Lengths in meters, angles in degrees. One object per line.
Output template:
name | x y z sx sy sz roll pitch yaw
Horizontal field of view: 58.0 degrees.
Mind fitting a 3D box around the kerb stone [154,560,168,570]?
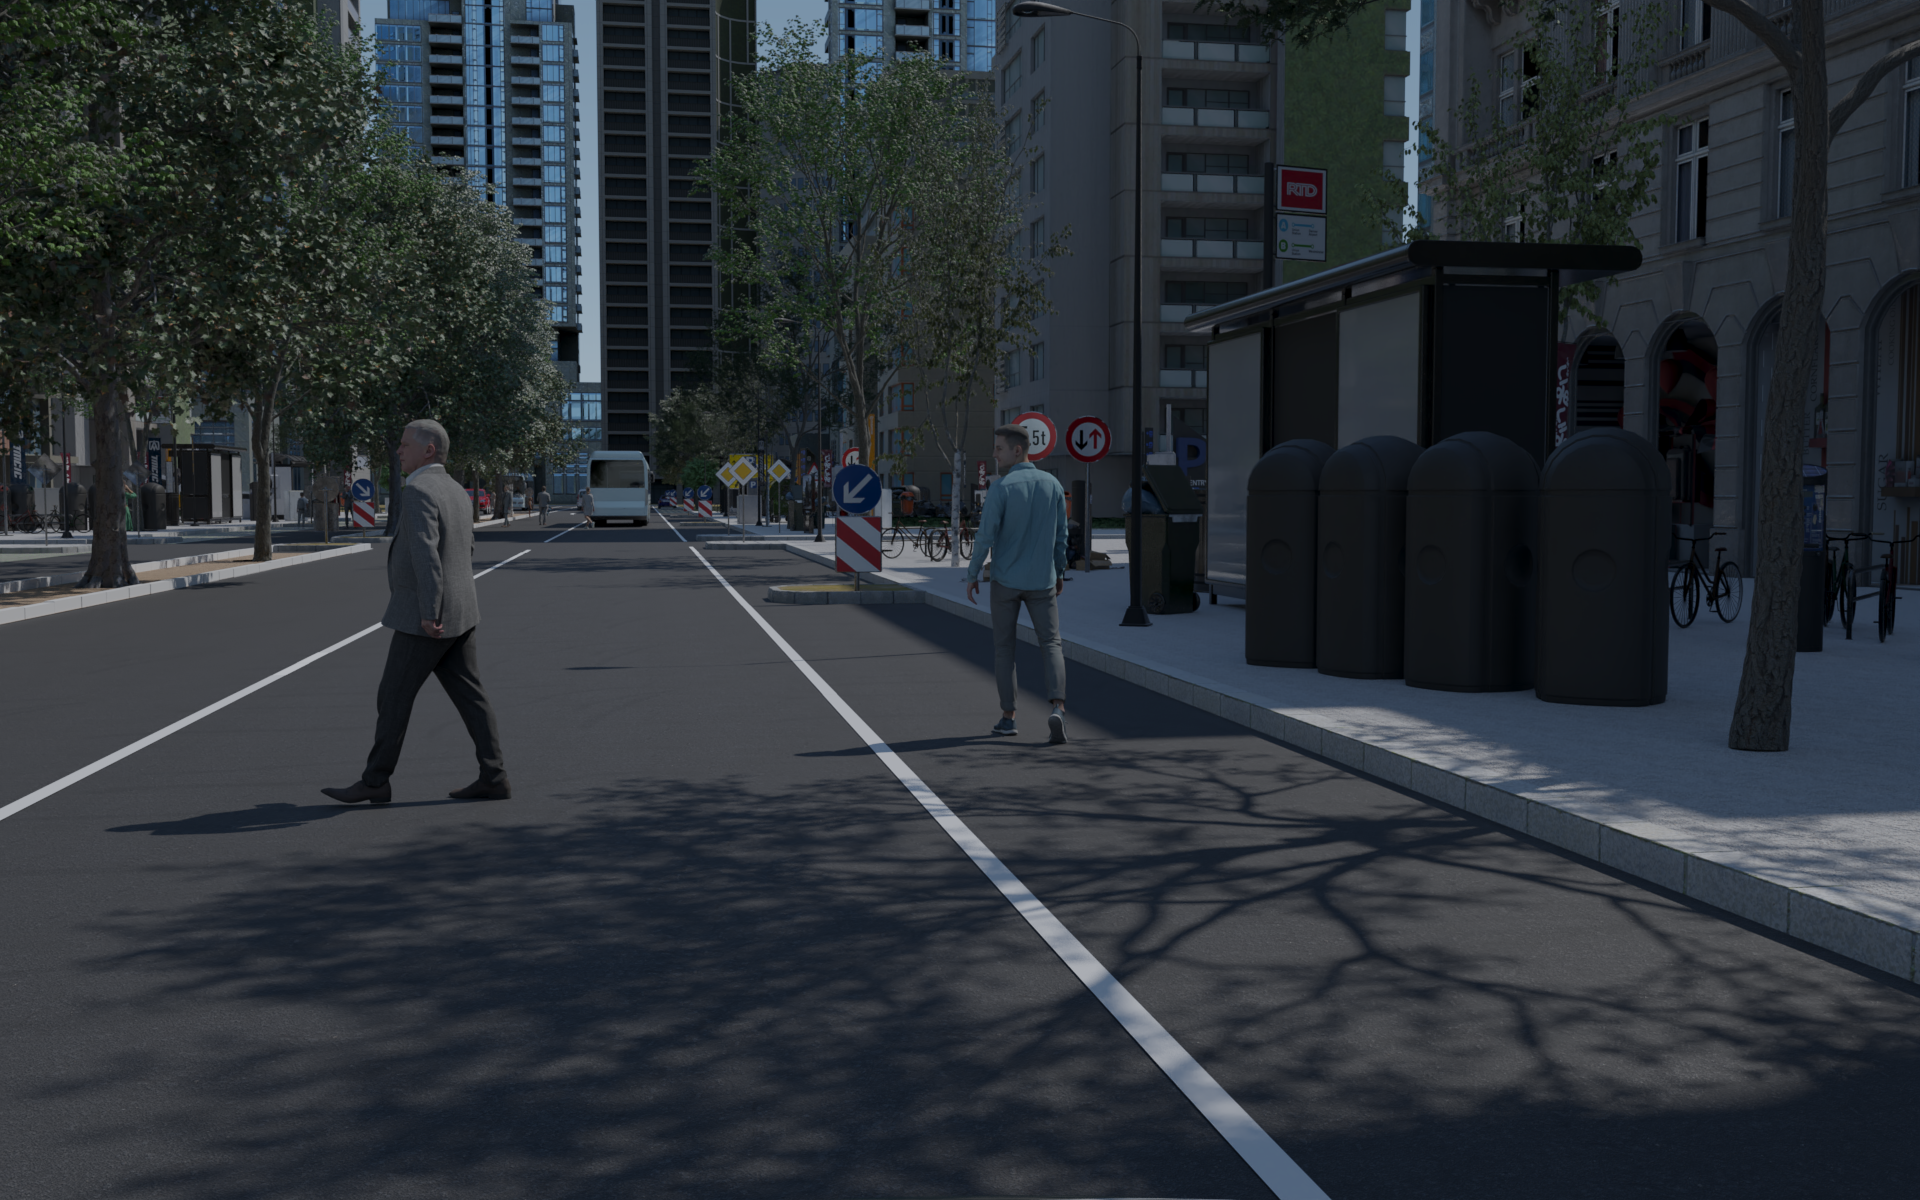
kerb stone | -15.266 -0.648 32.859 0.120 0.150 1.000 -1 4 -10

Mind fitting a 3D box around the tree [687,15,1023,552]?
tree | -2.223 -6.884 38.312 9.928 11.665 9.643 0 3 0

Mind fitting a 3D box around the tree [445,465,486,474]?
tree | -47.714 -14.125 165.351 8.767 10.594 7.601 0 4 -1

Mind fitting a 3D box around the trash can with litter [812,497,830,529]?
trash can with litter | -5.296 -3.177 63.330 0.624 1.170 1.055 3 4 37

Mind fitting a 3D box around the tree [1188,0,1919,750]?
tree | 4.339 -4.517 8.264 7.601 10.594 8.767 1 4 21

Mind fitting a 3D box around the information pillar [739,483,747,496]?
information pillar | -10.164 -4.692 81.211 0.304 2.012 0.304 3 5 44

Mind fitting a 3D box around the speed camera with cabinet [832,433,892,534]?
speed camera with cabinet | -3.183 -3.779 56.117 2.038 3.252 0.660 2 4 34

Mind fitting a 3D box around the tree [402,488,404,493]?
tree | -42.616 -8.491 133.427 1.663 3.219 1.824 0 3 0

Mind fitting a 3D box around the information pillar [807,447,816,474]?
information pillar | -7.471 -5.841 86.855 0.504 3.616 0.183 2 4 25

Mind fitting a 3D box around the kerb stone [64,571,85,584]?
kerb stone | -14.330 -0.340 27.824 0.120 0.150 1.000 -1 4 -10

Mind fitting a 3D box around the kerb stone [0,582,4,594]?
kerb stone | -13.775 -0.157 24.807 0.120 0.150 1.000 -1 4 -10

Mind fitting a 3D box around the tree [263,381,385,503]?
tree | -34.675 -9.835 95.217 7.601 10.594 8.767 0 4 -1

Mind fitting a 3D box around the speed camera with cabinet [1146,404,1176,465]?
speed camera with cabinet | 4.435 -2.729 38.951 0.660 3.252 2.038 0 4 2

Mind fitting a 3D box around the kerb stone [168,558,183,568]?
kerb stone | -15.437 -0.714 33.867 0.120 0.150 1.000 -1 4 -10

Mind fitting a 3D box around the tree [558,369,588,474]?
tree | -25.383 -10.739 95.050 9.611 12.733 9.660 0 3 0

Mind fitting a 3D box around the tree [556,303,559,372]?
tree | -21.886 -10.153 75.115 9.857 13.997 8.962 0 3 0

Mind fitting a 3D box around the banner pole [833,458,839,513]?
banner pole | -8.567 -7.936 119.765 0.401 3.779 0.863 -2 4 -35

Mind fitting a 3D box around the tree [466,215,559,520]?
tree | -18.232 -8.327 55.617 9.611 12.733 9.660 0 3 0

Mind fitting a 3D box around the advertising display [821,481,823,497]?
advertising display | -6.801 -4.604 80.488 0.974 1.923 0.123 2 4 28

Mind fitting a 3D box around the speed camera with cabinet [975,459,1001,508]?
speed camera with cabinet | 1.367 -5.560 85.235 0.660 3.252 2.038 -1 4 -22

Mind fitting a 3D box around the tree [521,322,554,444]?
tree | -23.855 -9.611 85.347 9.928 11.665 9.643 0 3 0

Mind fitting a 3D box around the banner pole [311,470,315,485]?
banner pole | -38.297 -6.886 102.603 0.401 3.779 0.863 0 4 -5

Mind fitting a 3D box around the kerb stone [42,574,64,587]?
kerb stone | -14.146 -0.283 26.819 0.120 0.150 1.000 -1 4 -10

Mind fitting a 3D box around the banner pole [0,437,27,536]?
banner pole | -29.036 -3.857 53.077 0.401 3.779 0.863 3 5 42

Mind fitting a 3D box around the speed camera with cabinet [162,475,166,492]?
speed camera with cabinet | -38.878 -5.405 82.703 0.660 3.252 2.038 3 4 39

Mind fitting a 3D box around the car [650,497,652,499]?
car | -31.331 -9.831 169.768 2.155 1.783 4.494 -1 4 -10

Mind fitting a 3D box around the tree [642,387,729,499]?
tree | -31.258 -17.895 199.243 9.857 13.997 8.962 0 3 0

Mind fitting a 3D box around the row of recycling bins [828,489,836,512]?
row of recycling bins | -7.944 -7.318 126.762 3.534 1.692 1.069 -2 4 -25

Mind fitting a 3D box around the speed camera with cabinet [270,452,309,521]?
speed camera with cabinet | -32.363 -5.426 83.047 0.660 3.252 2.038 3 5 42

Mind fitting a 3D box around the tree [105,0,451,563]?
tree | -14.577 -6.598 36.089 9.928 11.665 9.643 0 3 0

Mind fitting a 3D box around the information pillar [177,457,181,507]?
information pillar | -40.549 -6.058 90.410 0.504 3.616 0.183 -2 4 -29

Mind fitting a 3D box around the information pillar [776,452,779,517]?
information pillar | -10.074 -6.368 95.479 0.183 3.616 0.504 -1 4 -17

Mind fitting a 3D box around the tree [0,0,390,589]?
tree | -13.051 -6.535 26.320 9.611 12.733 9.660 0 3 0

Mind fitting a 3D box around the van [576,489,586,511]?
van | -32.392 -8.783 150.617 2.013 2.044 4.112 -1 4 -9

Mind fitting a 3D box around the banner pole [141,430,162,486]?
banner pole | -31.502 -4.734 67.419 0.863 3.779 0.401 -2 4 -32

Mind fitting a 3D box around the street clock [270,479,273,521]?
street clock | -32.627 -4.721 81.756 0.358 2.002 0.471 -3 5 -40

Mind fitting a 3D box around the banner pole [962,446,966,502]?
banner pole | 0.203 -5.982 87.828 0.401 3.779 0.863 -1 4 -13

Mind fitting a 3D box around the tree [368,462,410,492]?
tree | -40.704 -8.609 124.474 4.285 4.588 4.351 0 3 0

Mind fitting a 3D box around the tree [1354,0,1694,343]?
tree | 7.924 -4.497 23.893 4.737 8.622 4.395 0 3 0

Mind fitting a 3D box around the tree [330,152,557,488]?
tree | -20.229 -9.554 65.314 9.857 13.997 8.962 0 3 0

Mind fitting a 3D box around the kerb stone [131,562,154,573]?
kerb stone | -15.073 -0.586 31.846 0.120 0.150 1.000 -1 4 -10

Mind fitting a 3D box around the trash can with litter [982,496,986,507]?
trash can with litter | 1.594 -4.370 82.832 1.055 1.170 0.624 2 4 30

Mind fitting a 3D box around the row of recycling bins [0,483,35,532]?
row of recycling bins | -33.114 -3.165 58.854 1.069 1.692 3.534 1 4 20

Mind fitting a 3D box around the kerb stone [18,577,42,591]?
kerb stone | -13.961 -0.221 25.812 0.120 0.150 1.000 -1 4 -10

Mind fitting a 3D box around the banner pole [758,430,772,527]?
banner pole | -7.693 -4.760 67.845 0.401 3.779 0.863 -3 4 -38

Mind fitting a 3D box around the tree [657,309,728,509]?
tree | -6.135 -7.846 62.690 8.767 10.594 7.601 -1 4 -14

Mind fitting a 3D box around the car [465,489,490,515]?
car | -34.463 -6.983 122.844 2.281 1.827 5.304 -1 4 -12

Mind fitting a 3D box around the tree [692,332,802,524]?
tree | -8.284 -7.500 72.985 4.360 8.622 3.978 0 3 0

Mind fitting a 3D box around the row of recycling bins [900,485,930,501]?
row of recycling bins | -2.210 -5.263 93.160 1.069 1.692 3.534 1 4 9

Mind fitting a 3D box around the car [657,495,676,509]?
car | -28.117 -9.401 166.284 1.945 1.354 3.894 -1 4 -10

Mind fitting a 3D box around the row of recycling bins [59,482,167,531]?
row of recycling bins | -30.113 -3.337 61.668 1.069 1.692 3.534 3 5 44

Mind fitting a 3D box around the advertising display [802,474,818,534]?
advertising display | -4.908 -3.115 56.147 0.123 1.923 0.974 -2 4 -23

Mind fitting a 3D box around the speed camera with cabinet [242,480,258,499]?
speed camera with cabinet | -44.771 -7.080 110.092 2.038 3.252 0.660 1 4 20

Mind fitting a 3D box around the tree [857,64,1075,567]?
tree | -0.049 -4.907 30.597 4.360 8.622 3.978 0 3 0

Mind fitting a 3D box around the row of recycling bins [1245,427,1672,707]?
row of recycling bins | 3.264 -0.293 11.908 1.069 1.692 3.534 -2 4 -32

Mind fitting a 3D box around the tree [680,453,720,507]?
tree | -20.622 -9.487 138.833 4.285 4.588 4.351 0 3 0

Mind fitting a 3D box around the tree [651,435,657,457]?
tree | -16.174 -11.292 119.043 8.767 10.594 7.601 1 4 9

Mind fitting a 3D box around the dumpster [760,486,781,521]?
dumpster | -9.035 -4.654 81.845 1.264 1.857 1.865 -1 4 -10

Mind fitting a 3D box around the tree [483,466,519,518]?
tree | -28.181 -9.496 108.086 4.360 8.622 3.978 0 3 0
